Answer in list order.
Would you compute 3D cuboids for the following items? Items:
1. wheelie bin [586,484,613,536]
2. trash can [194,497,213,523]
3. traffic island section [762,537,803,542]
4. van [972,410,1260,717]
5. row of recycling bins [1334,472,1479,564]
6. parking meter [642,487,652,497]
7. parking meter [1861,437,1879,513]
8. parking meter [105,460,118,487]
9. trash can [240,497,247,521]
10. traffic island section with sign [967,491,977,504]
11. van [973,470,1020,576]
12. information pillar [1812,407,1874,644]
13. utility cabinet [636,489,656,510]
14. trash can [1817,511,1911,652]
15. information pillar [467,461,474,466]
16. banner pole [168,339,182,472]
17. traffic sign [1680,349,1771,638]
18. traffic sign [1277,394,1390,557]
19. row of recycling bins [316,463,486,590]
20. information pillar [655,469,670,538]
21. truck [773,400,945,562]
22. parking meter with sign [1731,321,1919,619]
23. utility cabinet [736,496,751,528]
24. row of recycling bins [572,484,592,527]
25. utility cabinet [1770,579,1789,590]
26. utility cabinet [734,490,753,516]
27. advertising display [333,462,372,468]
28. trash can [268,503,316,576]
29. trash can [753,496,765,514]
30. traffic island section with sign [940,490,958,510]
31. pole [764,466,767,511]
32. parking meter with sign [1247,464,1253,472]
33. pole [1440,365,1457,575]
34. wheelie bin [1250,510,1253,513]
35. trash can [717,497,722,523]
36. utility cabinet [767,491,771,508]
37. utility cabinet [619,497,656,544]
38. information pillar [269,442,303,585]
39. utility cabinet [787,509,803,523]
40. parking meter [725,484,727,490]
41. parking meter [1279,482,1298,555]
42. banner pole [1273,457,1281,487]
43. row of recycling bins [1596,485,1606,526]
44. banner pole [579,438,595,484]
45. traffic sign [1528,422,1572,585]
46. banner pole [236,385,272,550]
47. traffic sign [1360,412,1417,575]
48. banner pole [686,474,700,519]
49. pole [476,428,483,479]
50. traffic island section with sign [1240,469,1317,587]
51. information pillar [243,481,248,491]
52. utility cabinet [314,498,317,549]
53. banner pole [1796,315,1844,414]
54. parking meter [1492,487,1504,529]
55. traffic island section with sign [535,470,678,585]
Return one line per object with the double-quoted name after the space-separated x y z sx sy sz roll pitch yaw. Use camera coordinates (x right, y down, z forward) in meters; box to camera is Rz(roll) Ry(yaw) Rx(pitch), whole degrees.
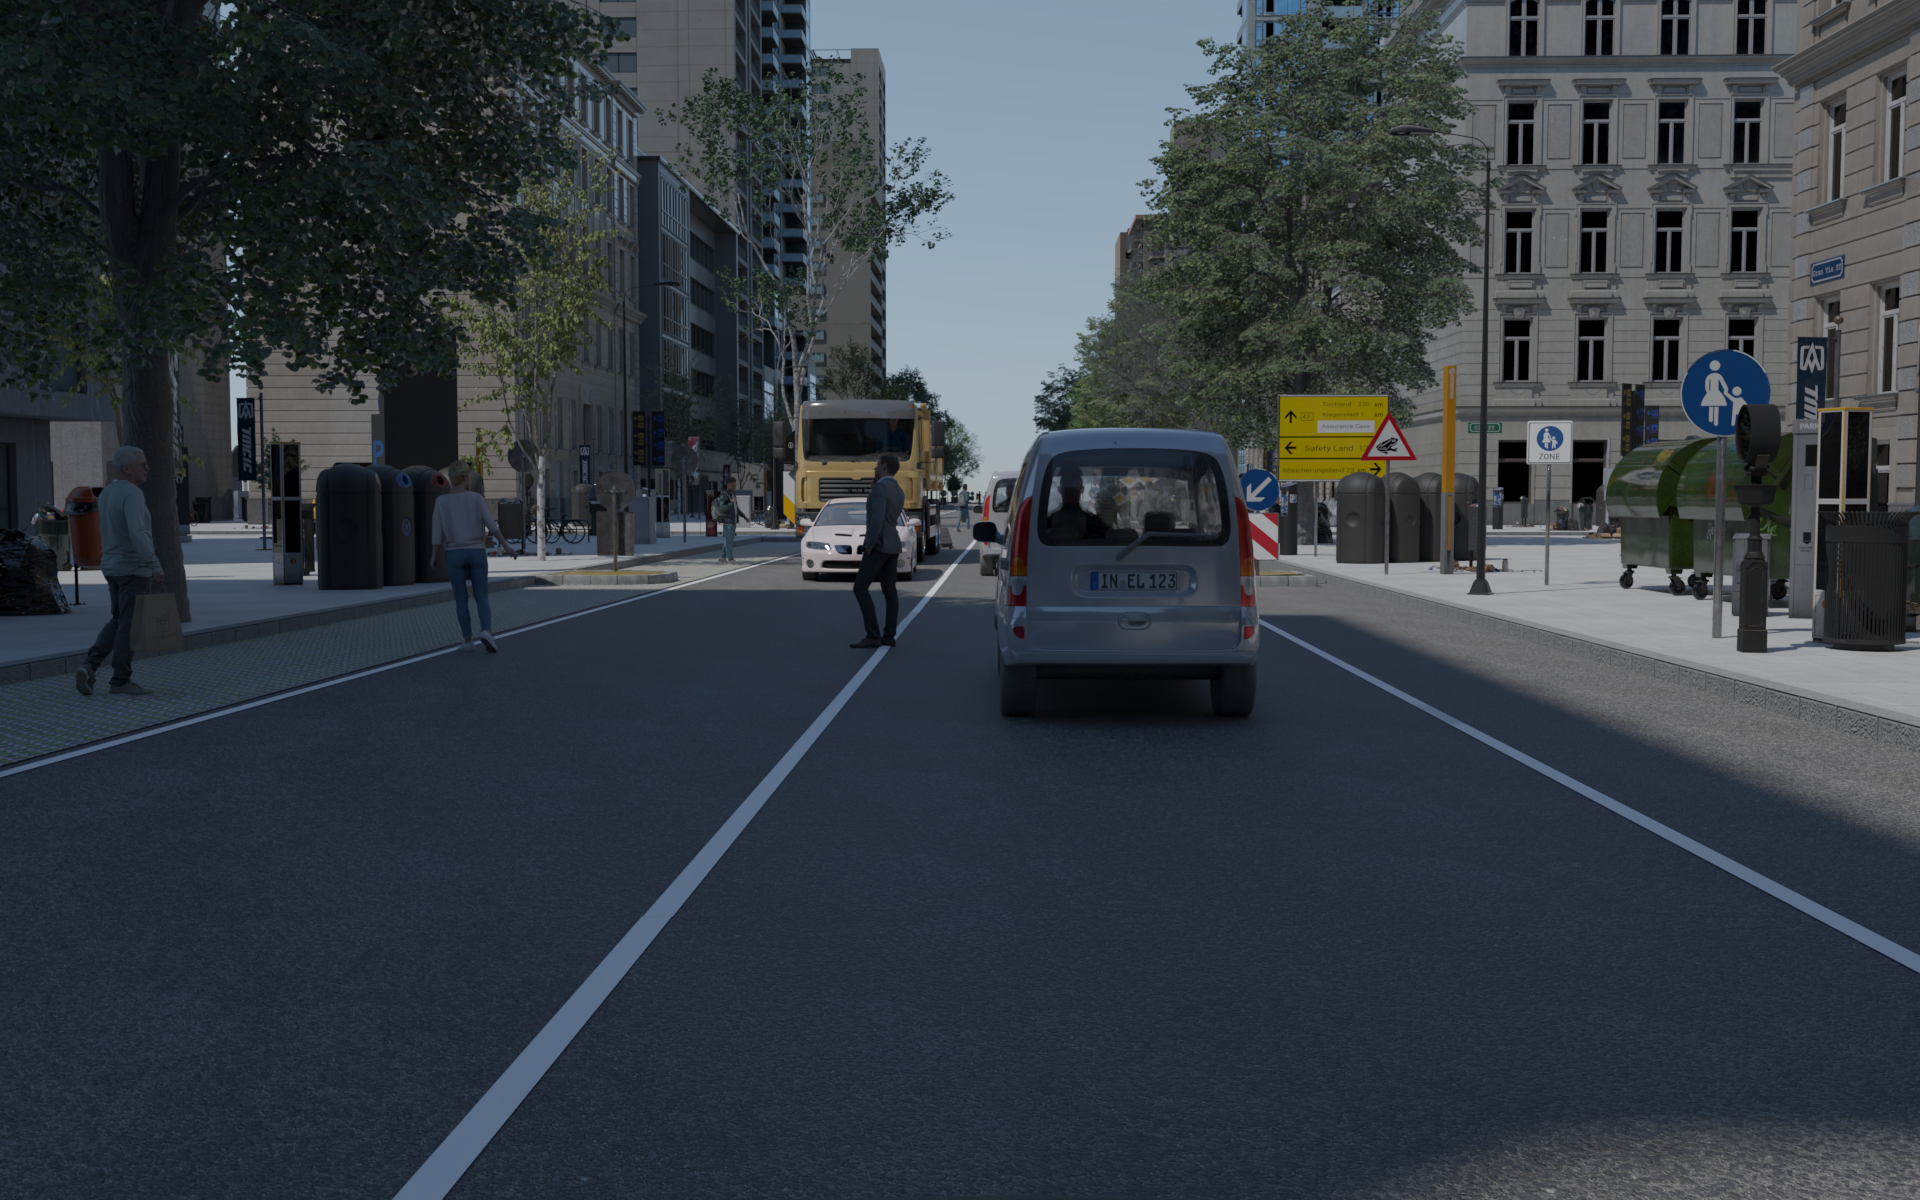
-11.051 -2.779 53.341 0.980 1.594 0.693 1 4 14 "wheelie bin"
-33.721 -4.010 77.223 0.748 1.137 0.748 0 3 0 "trash can"
-4.863 -1.865 52.777 2.009 0.180 2.903 0 4 2 "traffic island section"
1.091 -0.337 12.527 2.013 2.044 4.112 0 4 1 "van"
8.561 -1.572 32.809 3.534 1.692 1.069 -2 4 -35 "row of recycling bins"
-11.759 -3.467 65.097 0.372 1.533 0.369 0 3 0 "parking meter"
7.866 -0.588 15.329 0.399 1.863 0.255 0 4 -8 "parking meter"
-12.631 -1.248 26.113 0.399 1.863 0.255 0 4 -3 "parking meter"
-33.421 -4.264 81.376 0.748 1.137 0.748 0 3 0 "trash can"
2.009 -15.999 270.216 1.989 1.847 2.006 0 4 2 "traffic island section with sign"
1.218 -1.507 31.648 2.013 2.044 4.112 0 4 2 "van"
7.563 -0.634 14.852 0.304 2.012 0.304 -1 4 -18 "information pillar"
-14.764 -4.493 82.132 1.173 1.500 0.318 -1 4 -10 "utility cabinet"
7.470 -0.161 14.284 0.748 1.137 0.748 0 3 0 "trash can"
-10.848 -2.059 38.164 0.304 2.012 0.304 -1 4 -13 "information pillar"
-10.957 -2.083 24.075 0.401 3.779 0.863 0 4 -6 "banner pole"
6.738 -0.932 15.340 0.768 2.556 0.104 0 4 6 "traffic sign"
7.605 -2.537 35.347 2.265 3.308 0.079 0 4 4 "traffic sign"
-7.967 -1.079 24.748 1.069 1.692 3.534 1 4 15 "row of recycling bins"
-8.695 -2.824 50.663 0.304 2.012 0.304 3 5 40 "information pillar"
-1.890 -2.604 38.503 3.469 3.379 9.791 0 4 2 "truck"
8.933 -1.319 17.828 1.738 3.016 0.543 2 4 27 "parking meter with sign"
-8.507 -3.351 65.945 1.020 1.237 0.306 0 4 1 "utility cabinet"
-15.122 -3.828 69.702 1.069 1.692 3.534 -1 4 -13 "row of recycling bins"
11.101 -0.763 23.645 0.306 1.237 1.020 -2 4 -23 "utility cabinet"
-11.172 -4.869 88.288 1.173 1.500 0.318 -1 4 -14 "utility cabinet"
-12.211 -1.832 35.162 0.974 1.923 0.123 0 4 1 "advertising display"
-10.458 -0.951 27.194 0.748 1.137 0.748 0 3 0 "trash can"
-12.683 -5.964 109.159 0.748 1.137 0.748 0 3 0 "trash can"
-1.458 -9.296 160.624 1.989 1.847 2.006 0 4 2 "traffic island section with sign"
-14.034 -8.024 125.028 0.158 3.312 0.155 0 3 0 "pole"
17.265 -6.272 98.804 1.738 3.016 0.543 3 4 36 "parking meter with sign"
7.780 -2.064 27.591 0.158 3.312 0.155 0 3 0 "pole"
17.680 -5.996 105.939 0.693 1.594 0.980 0 4 -7 "wheelie bin"
-10.405 -3.946 76.166 0.748 1.137 0.748 0 3 0 "trash can"
-14.400 -7.594 132.846 0.318 1.500 1.173 2 4 25 "utility cabinet"
-8.303 -2.043 44.561 1.020 1.237 0.306 2 4 30 "utility cabinet"
-9.499 -1.220 24.435 0.304 2.012 0.304 3 4 39 "information pillar"
-7.192 -4.046 77.314 1.020 1.237 0.306 -1 4 -13 "utility cabinet"
-13.113 -5.661 98.270 0.255 1.863 0.399 -3 5 -40 "parking meter"
6.900 -1.708 36.341 0.372 1.533 0.369 0 3 0 "parking meter"
18.949 -6.952 103.677 0.863 3.779 0.401 0 4 4 "banner pole"
26.245 -3.716 67.868 1.069 1.692 3.534 -1 4 -19 "row of recycling bins"
-16.549 -5.333 77.209 0.863 3.779 0.401 -1 4 -12 "banner pole"
8.255 -1.356 24.304 0.606 2.300 0.079 1 4 11 "traffic sign"
-16.113 -3.027 39.508 0.863 3.779 0.401 1 4 11 "banner pole"
6.797 -1.684 27.539 0.884 2.594 0.081 0 4 3 "traffic sign"
-13.489 -5.985 87.865 0.863 3.779 0.401 0 4 -6 "banner pole"
-14.775 -3.637 53.311 0.158 3.312 0.155 0 3 0 "pole"
4.567 -1.170 27.757 1.989 1.847 2.006 0 4 2 "traffic island section with sign"
-49.292 -7.836 119.473 0.183 3.616 0.504 0 4 6 "information pillar"
-14.561 -1.794 40.486 0.306 1.237 1.020 2 4 32 "utility cabinet"
12.081 -2.099 24.334 0.863 3.779 0.401 -1 4 -9 "banner pole"
19.534 -3.332 62.888 0.372 1.533 0.369 0 3 0 "parking meter"
-5.650 -1.188 28.047 1.989 1.847 2.006 0 4 2 "traffic island section with sign"
